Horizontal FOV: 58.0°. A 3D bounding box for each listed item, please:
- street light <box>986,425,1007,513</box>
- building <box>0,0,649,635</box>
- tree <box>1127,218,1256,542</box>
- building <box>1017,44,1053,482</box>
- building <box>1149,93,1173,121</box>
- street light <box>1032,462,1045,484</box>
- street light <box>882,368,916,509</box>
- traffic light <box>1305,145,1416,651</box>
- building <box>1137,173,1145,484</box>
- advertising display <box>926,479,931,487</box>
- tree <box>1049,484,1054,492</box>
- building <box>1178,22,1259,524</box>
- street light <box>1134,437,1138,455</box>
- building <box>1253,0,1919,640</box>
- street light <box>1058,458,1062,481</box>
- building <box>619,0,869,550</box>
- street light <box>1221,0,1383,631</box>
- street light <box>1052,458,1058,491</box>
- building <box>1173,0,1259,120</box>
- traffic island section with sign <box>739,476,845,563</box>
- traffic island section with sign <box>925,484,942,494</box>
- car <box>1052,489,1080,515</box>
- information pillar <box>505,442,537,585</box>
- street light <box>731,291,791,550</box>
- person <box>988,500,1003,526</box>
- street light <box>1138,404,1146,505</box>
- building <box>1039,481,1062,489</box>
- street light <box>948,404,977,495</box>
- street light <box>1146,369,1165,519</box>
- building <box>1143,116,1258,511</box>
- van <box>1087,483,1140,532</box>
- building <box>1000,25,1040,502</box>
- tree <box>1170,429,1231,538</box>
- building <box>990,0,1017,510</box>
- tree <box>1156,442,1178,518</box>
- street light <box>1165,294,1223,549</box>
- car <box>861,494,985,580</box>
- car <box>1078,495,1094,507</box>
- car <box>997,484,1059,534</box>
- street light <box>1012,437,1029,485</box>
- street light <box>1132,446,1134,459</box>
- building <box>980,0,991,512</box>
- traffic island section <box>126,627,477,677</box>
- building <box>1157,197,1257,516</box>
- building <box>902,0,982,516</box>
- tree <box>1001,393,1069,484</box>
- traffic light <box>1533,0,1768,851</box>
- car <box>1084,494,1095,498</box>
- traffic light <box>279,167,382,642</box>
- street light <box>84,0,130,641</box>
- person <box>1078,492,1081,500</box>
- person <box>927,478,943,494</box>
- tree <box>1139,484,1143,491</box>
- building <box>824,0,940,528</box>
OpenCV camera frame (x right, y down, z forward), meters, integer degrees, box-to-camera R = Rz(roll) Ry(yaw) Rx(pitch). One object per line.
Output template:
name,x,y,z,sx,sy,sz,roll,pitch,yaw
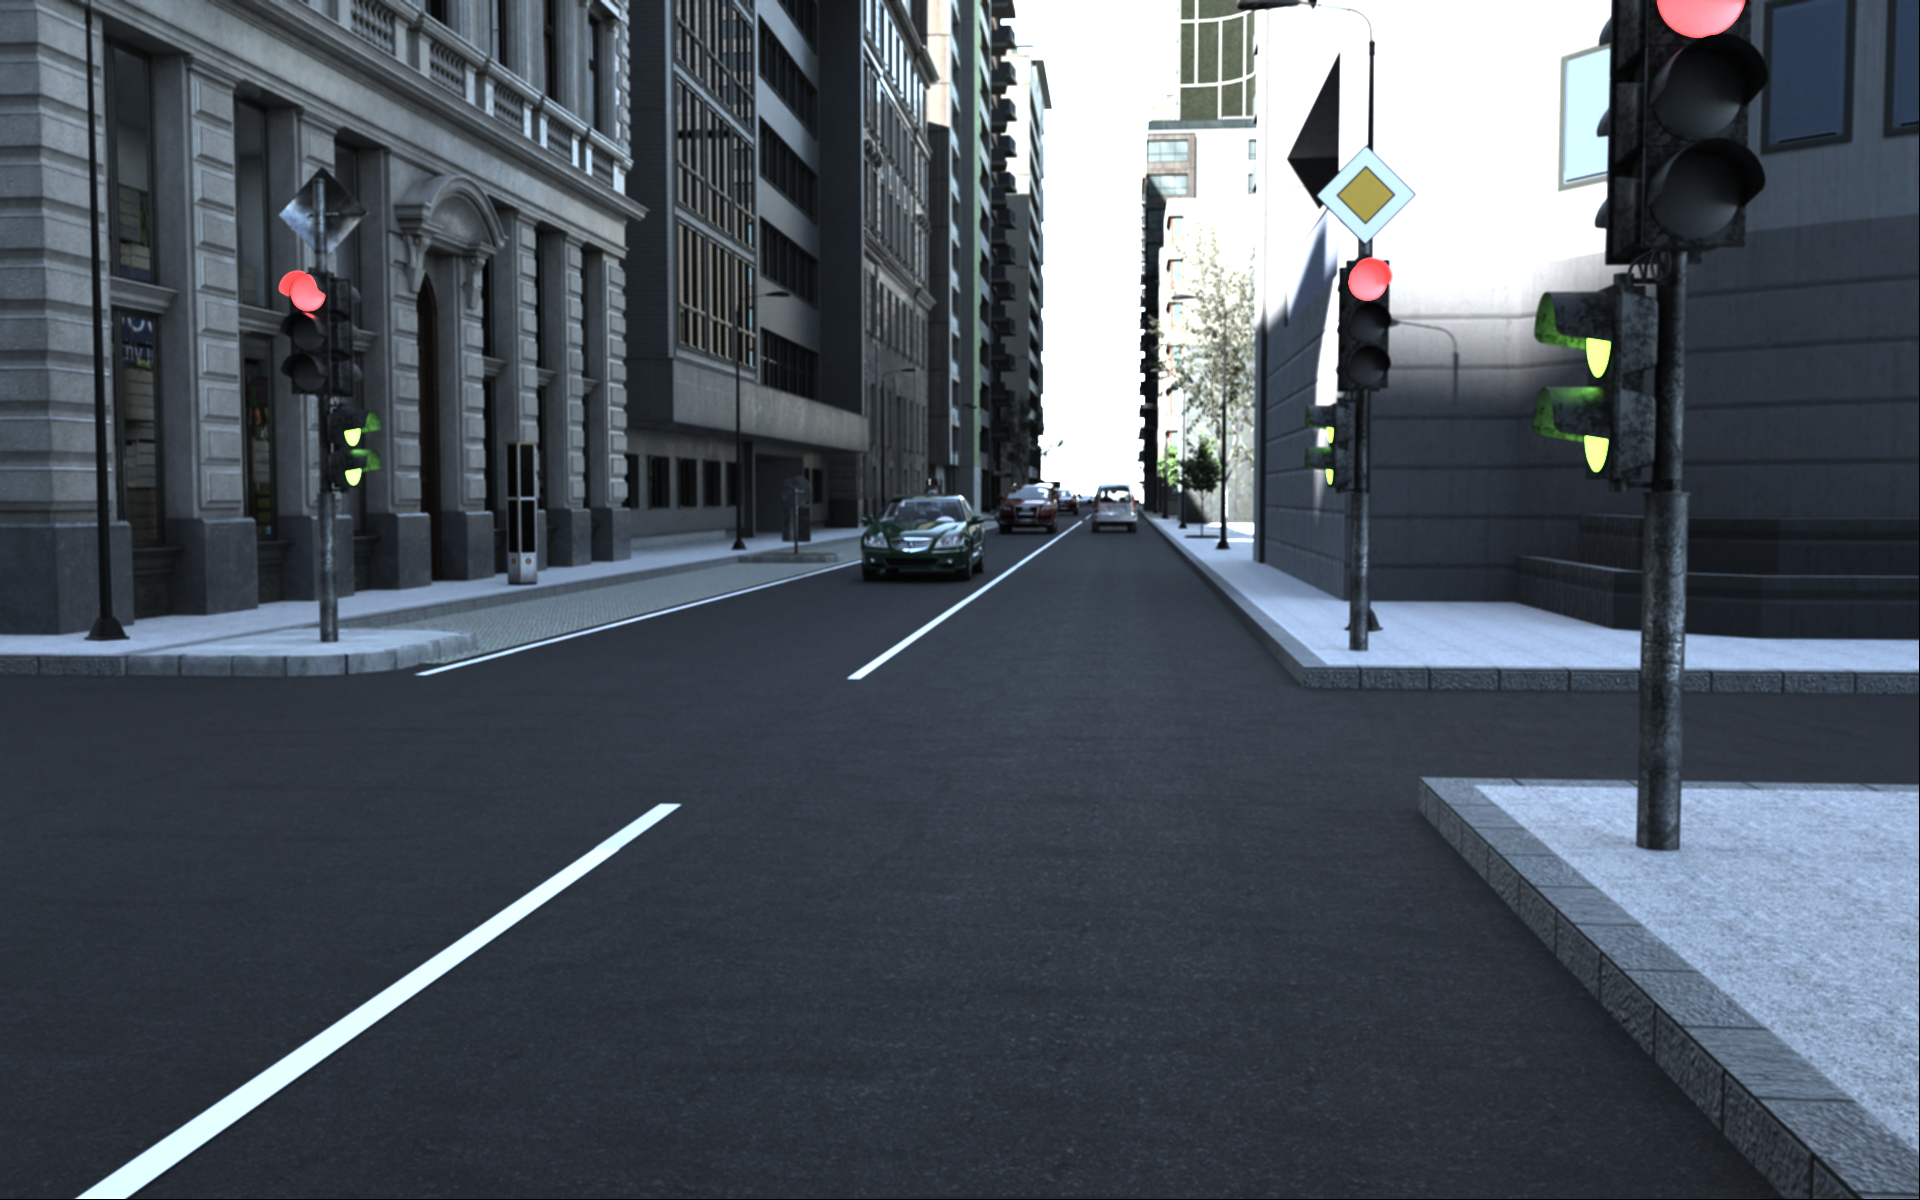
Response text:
street light,2.472,-8.812,116.621,1.470,5.913,1.316,0,4,5
building,-12.099,-11.974,24.652,11.050,23.489,19.941,0,4,5
tree,6.959,-5.840,45.851,4.360,8.622,3.978,0,3,0
building,-3.635,-37.947,209.666,28.713,52.752,27.495,0,4,5
building,33.019,-35.593,205.647,21.300,48.544,21.600,0,4,5
street light,7.872,-12.329,174.123,1.470,5.913,1.316,0,4,5
street light,-2.317,-5.604,64.164,1.470,5.913,1.316,0,4,5
traffic light,3.261,-1.542,14.136,0.839,4.253,0.868,0,4,5
building,34.920,-35.245,230.882,22.147,44.769,28.867,0,4,5
advertising display,-1.374,-4.333,76.065,0.123,1.923,0.974,0,4,4
tree,13.608,-15.582,249.369,1.663,3.219,1.824,0,3,0
building,20.452,-46.118,66.693,22.319,86.520,31.000,0,4,5
street light,12.655,-8.814,116.650,1.470,5.913,1.316,0,4,5
building,18.951,-29.366,22.138,28.212,58.520,21.231,0,4,5
street light,12.381,-15.283,222.418,1.470,5.913,1.316,0,4,5
building,-11.783,-14.127,50.051,14.314,24.678,30.058,0,4,5
street light,3.277,-2.673,16.243,1.470,5.913,1.316,0,4,5
street light,10.191,-13.810,198.329,1.470,5.913,1.316,0,4,5
building,27.061,-43.667,152.208,20.563,71.187,20.611,0,4,5
traffic island section with sign,-3.496,-1.711,36.598,1.989,1.847,2.006,0,4,5
traffic island section with sign,-0.955,-3.375,63.804,1.989,1.847,2.006,0,4,5
car,7.100,-6.752,119.070,2.281,1.827,5.304,0,4,4
information pillar,-6.195,-1.222,24.475,0.304,2.012,0.304,3,5,41
street light,-4.572,-4.116,39.833,1.470,5.913,1.316,0,4,5
person,1.761,-3.949,78.559,1.012,1.151,0.738,-2,4,-27
street light,10.311,-7.293,91.784,1.470,5.913,1.316,0,4,5
building,-2.393,-33.264,235.740,32.217,40.220,23.993,0,4,5
street light,0.222,-7.278,91.540,1.470,5.913,1.316,0,4,5
street light,7.770,-5.619,64.411,1.470,5.913,1.316,0,4,5
building,21.585,-22.315,136.558,14.160,30.474,14.107,0,4,5
van,5.878,-3.618,66.160,2.013,2.044,4.112,0,4,3
building,-2.694,-34.313,184.719,21.300,48.544,21.600,0,4,5
tree,7.149,-3.459,51.161,1.663,3.219,1.824,0,3,0
building,-6.856,-29.732,140.746,22.147,44.769,28.867,0,4,5
tree,12.398,-6.820,95.214,4.285,4.588,4.351,0,3,0
street light,5.604,-4.145,40.320,1.470,5.913,1.316,0,4,5
car,-0.586,-1.132,30.303,2.131,1.459,4.920,0,4,5
car,14.294,-11.204,195.548,2.083,1.381,4.827,0,4,5
car,2.567,-3.405,64.347,2.281,1.827,5.304,0,4,5
street light,4.788,-10.285,140.698,1.470,5.913,1.316,0,4,5
street light,14.994,-10.310,141.113,1.470,5.913,1.316,0,4,5
building,-9.374,-30.075,115.424,21.300,48.544,21.600,0,4,5
traffic island section,-5.503,0.441,15.069,2.009,0.180,2.903,0,4,5
building,27.246,-16.496,114.750,27.650,21.520,28.899,0,4,5
building,-6.346,-25.293,97.128,14.154,41.232,14.086,0,4,5
tree,5.990,-13.736,158.989,8.767,10.594,7.601,1,4,9
traffic light,2.520,-1.056,6.186,0.839,4.253,0.868,0,4,5
car,16.702,-13.000,224.349,2.131,1.459,4.920,0,4,5
traffic light,-5.464,-1.591,14.930,0.839,4.253,0.868,0,4,5
street light,-6.997,-2.601,15.065,1.470,5.913,1.316,0,4,5
person,17.047,-14.528,246.697,0.551,1.740,0.621,-3,5,-42
person,-0.543,-1.936,40.240,0.616,1.811,0.778,-3,4,-38
tree,19.147,-11.103,176.138,1.663,3.219,1.824,0,3,0
building,-8.349,-17.128,77.300,12.463,27.353,25.104,0,4,5
